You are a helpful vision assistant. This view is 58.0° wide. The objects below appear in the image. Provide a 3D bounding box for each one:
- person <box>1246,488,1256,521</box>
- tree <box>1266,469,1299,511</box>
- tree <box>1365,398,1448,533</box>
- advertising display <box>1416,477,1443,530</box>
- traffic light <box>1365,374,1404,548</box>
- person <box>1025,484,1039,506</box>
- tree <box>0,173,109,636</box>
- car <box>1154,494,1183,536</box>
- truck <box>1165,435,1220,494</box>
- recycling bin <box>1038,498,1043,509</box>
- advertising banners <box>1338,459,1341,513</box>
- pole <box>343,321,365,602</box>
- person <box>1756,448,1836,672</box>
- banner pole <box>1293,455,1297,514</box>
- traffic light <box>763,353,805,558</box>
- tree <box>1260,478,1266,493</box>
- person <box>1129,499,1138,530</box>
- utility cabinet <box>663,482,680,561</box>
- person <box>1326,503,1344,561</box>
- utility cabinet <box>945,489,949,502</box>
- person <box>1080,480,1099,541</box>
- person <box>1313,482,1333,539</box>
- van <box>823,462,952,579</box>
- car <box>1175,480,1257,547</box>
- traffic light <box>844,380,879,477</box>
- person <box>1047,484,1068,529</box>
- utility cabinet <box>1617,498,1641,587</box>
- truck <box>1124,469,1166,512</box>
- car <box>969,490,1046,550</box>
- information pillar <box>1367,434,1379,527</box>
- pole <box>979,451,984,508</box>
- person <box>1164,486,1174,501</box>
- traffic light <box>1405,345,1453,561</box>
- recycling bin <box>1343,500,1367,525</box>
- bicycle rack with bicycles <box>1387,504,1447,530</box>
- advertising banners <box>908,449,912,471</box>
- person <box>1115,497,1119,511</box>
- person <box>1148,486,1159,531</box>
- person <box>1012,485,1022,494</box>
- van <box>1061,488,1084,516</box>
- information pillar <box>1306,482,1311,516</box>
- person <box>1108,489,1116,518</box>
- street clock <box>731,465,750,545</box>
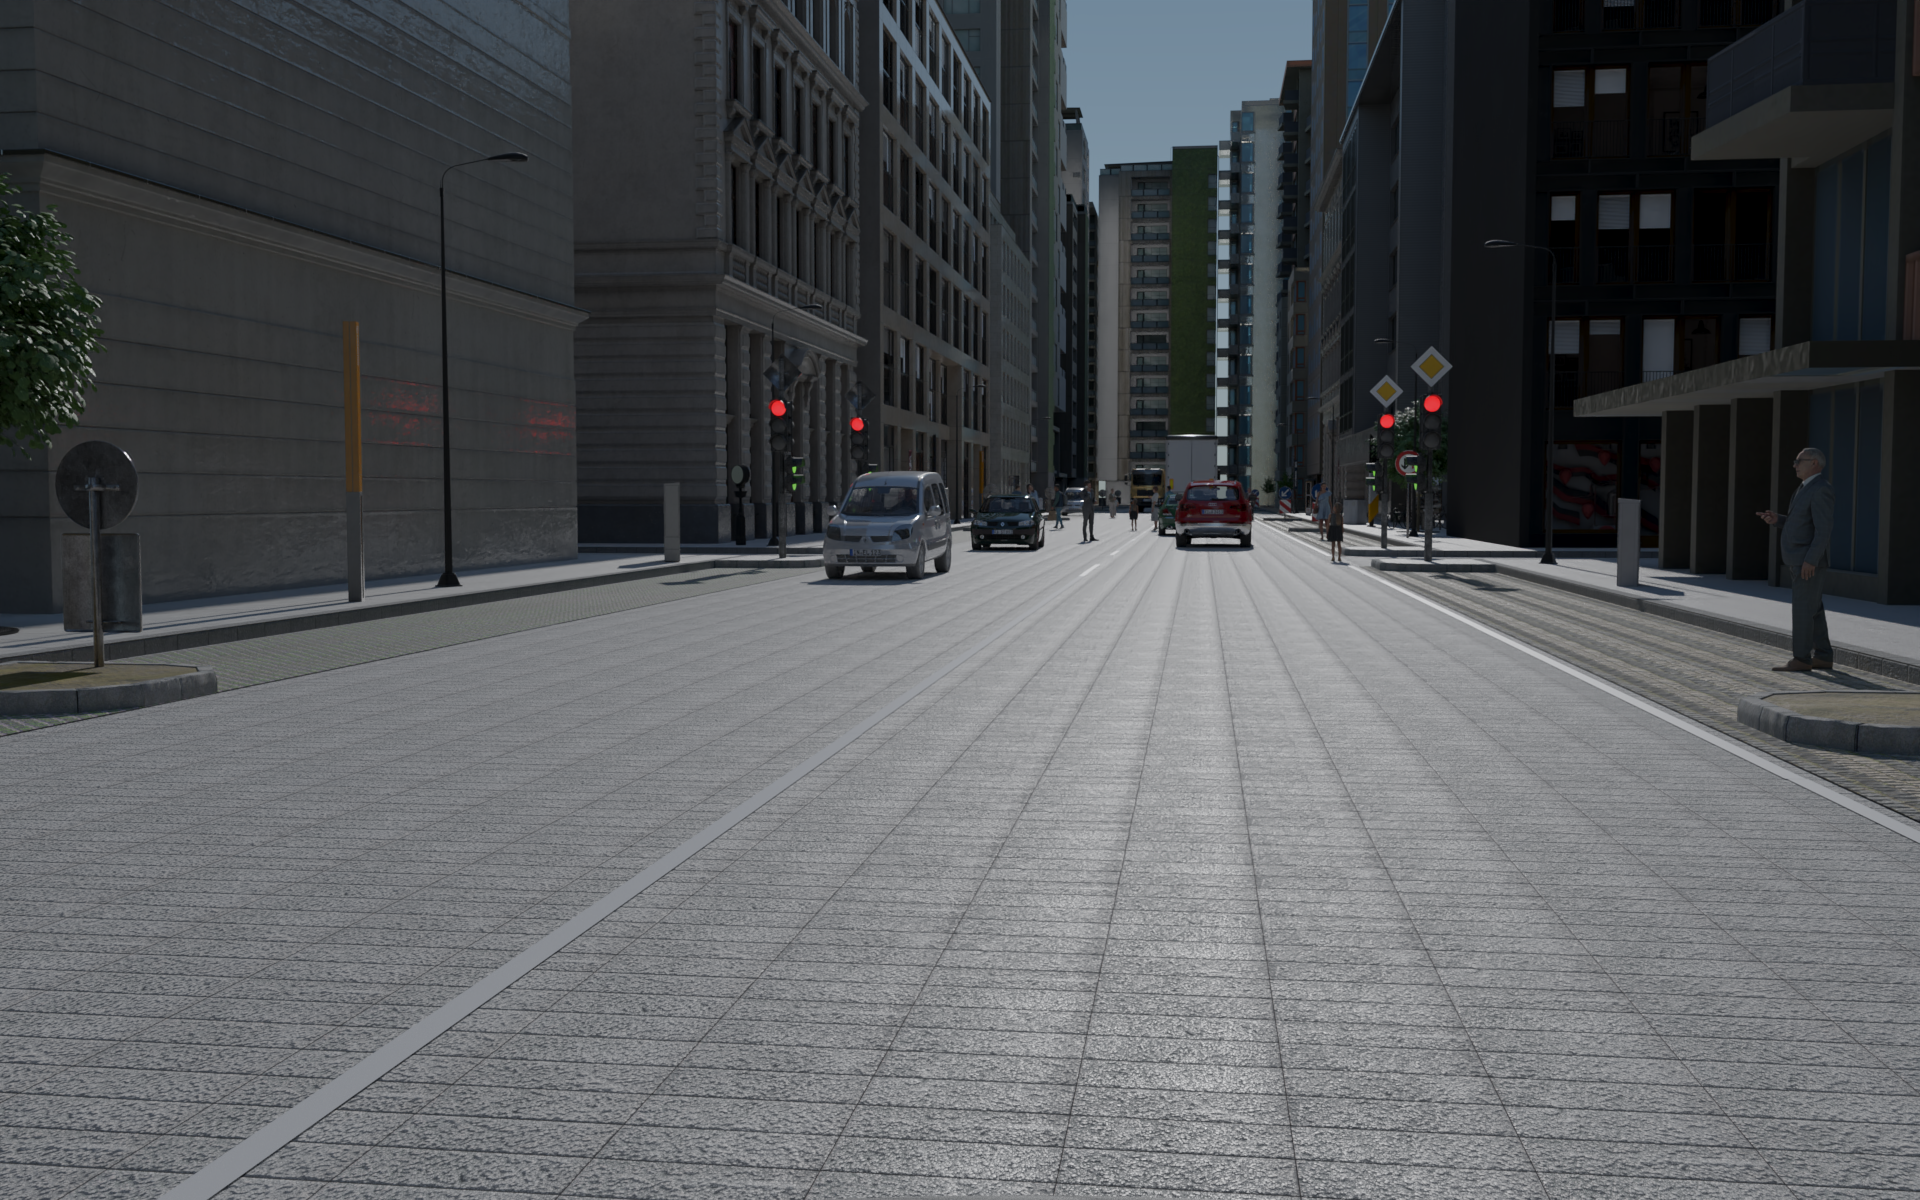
[{"bbox_3d":[15.484,-5.111,92.468,0.661,1.777,0.834,0,4,-7],"label":"person"},{"bbox_3d":[24.701,-8.379,131.606,1.663,3.219,1.824,0,3,0],"label":"tree"},{"bbox_3d":[15.287,-4.544,58.000,4.285,4.588,4.351,0,3,0],"label":"tree"},{"bbox_3d":[16.649,-3.449,61.600,0.974,1.923,0.123,1,4,21],"label":"advertising display"},{"bbox_3d":[10.002,-3.174,40.819,0.839,4.253,0.868,0,4,8],"label":"traffic light"},{"bbox_3d":[2.479,-3.106,59.551,0.793,1.790,0.793,1,4,15],"label":"person"},{"bbox_3d":[-9.412,-1.956,15.699,4.285,4.588,4.351,0,3,0],"label":"tree"},{"bbox_3d":[7.927,-3.023,61.216,2.131,1.459,4.920,0,4,6],"label":"car"},{"bbox_3d":[11.851,-6.073,88.211,2.839,4.237,11.283,1,4,8],"label":"truck"},{"bbox_3d":[5.114,-6.394,117.088,0.722,1.027,0.722,-2,4,-28],"label":"recycling bin"},{"bbox_3d":[16.774,-4.917,76.577,0.090,3.025,2.074,1,4,10],"label":"advertising banners"},{"bbox_3d":[-7.201,-1.635,20.570,0.158,3.312,0.155,0,3,0],"label":"pole"},{"bbox_3d":[6.790,-0.328,14.036,0.590,1.801,0.661,1,4,14],"label":"person"},{"bbox_3d":[21.512,-7.414,111.231,0.401,3.779,0.863,0,4,-7],"label":"banner pole"},{"bbox_3d":[-3.540,-2.795,34.612,0.839,4.253,0.868,0,4,8],"label":"traffic light"},{"bbox_3d":[30.006,-10.664,168.955,1.663,3.219,1.824,0,3,0],"label":"tree"},{"bbox_3d":[6.844,-3.369,68.249,0.362,1.253,0.373,1,4,10],"label":"person"},{"bbox_3d":[-5.513,-1.493,33.085,0.318,1.500,1.173,-1,4,-9],"label":"utility cabinet"},{"bbox_3d":[7.999,-1.453,36.928,0.362,1.253,0.373,0,4,5],"label":"person"},{"bbox_3d":[-0.932,-3.687,68.965,0.318,1.500,1.173,3,4,36],"label":"utility cabinet"},{"bbox_3d":[3.971,-2.715,52.698,0.655,1.846,0.447,-3,5,-42],"label":"person"},{"bbox_3d":[11.436,-2.813,54.582,0.616,1.811,0.778,2,4,23],"label":"person"},{"bbox_3d":[-1.226,-1.439,30.539,2.013,2.044,4.112,1,4,9],"label":"van"},{"bbox_3d":[7.088,-2.413,48.128,2.281,1.827,5.304,1,4,10],"label":"car"},{"bbox_3d":[-2.443,-3.278,42.522,0.839,4.253,0.868,0,4,8],"label":"traffic light"},{"bbox_3d":[3.933,-3.761,69.980,0.713,1.824,0.794,3,5,39],"label":"person"},{"bbox_3d":[9.459,-0.814,24.469,0.306,1.237,1.020,1,4,22],"label":"utility cabinet"},{"bbox_3d":[14.778,-8.522,135.254,3.469,3.379,9.791,1,4,9],"label":"truck"},{"bbox_3d":[1.288,-2.187,45.542,2.009,1.686,4.222,0,4,6],"label":"car"},{"bbox_3d":[16.164,-4.668,67.683,0.504,3.616,0.183,-2,4,-33],"label":"information pillar"},{"bbox_3d":[1.009,-5.378,81.778,0.158,3.312,0.155,0,3,0],"label":"pole"},{"bbox_3d":[9.693,-4.368,79.940,0.660,1.820,0.620,-3,5,-44],"label":"person"},{"bbox_3d":[8.905,-2.690,32.909,0.839,4.253,0.868,0,4,8],"label":"traffic light"},{"bbox_3d":[16.721,-3.715,73.294,0.722,1.027,0.722,-3,5,-41],"label":"recycling bin"},{"bbox_3d":[16.921,-3.058,63.373,2.925,0.926,2.852,-1,4,-18],"label":"bicycle rack with bicycles"},{"bbox_3d":[-2.112,-4.309,66.644,0.090,3.025,2.074,1,4,14],"label":"advertising banners"},{"bbox_3d":[10.467,-6.313,116.393,0.352,1.250,0.332,-1,4,-15],"label":"person"},{"bbox_3d":[7.570,-3.597,67.876,0.524,1.755,0.480,1,4,21],"label":"person"},{"bbox_3d":[2.407,-3.969,73.421,0.581,1.822,0.654,2,4,34],"label":"person"},{"bbox_3d":[7.613,-6.569,114.421,2.013,2.044,4.112,0,4,7],"label":"van"},{"bbox_3d":[20.846,-6.062,103.601,0.304,2.012,0.304,1,4,17],"label":"information pillar"},{"bbox_3d":[9.046,-5.723,102.617,0.519,1.759,0.362,-3,5,-42],"label":"person"},{"bbox_3d":[-5.488,-2.370,43.317,0.471,2.002,0.358,3,5,41],"label":"street clock"}]
